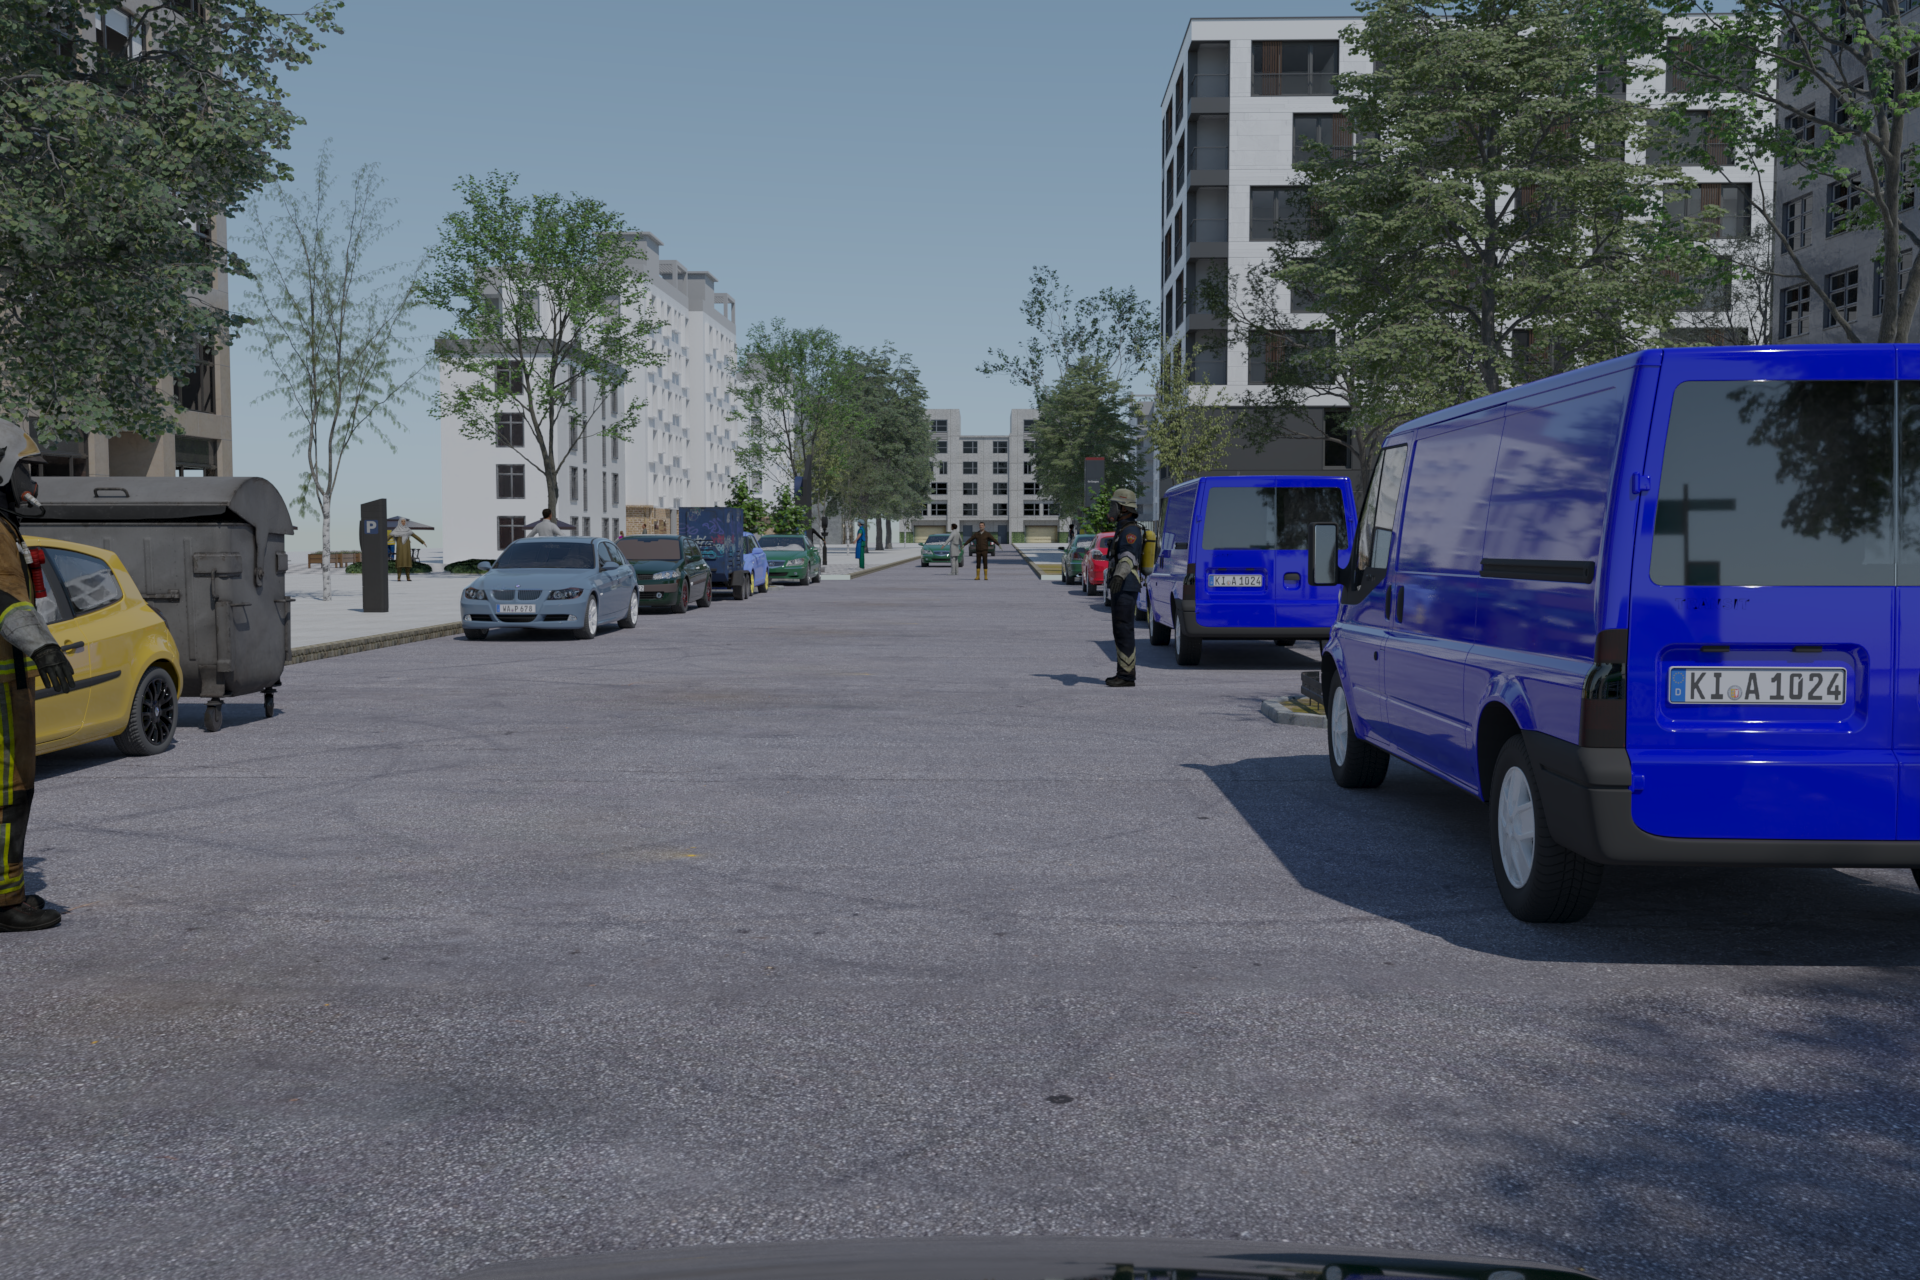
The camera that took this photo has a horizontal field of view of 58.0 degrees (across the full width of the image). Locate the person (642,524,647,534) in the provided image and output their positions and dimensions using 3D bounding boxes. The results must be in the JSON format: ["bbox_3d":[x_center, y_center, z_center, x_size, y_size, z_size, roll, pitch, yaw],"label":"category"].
[{"bbox_3d":[-15.670,-4.869,85.880,0.705,1.796,1.348,-1,4,-11],"label":"person"}]

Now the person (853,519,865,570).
[{"bbox_3d":[-3.619,-3.467,62.812,0.704,1.817,1.347,1,4,9],"label":"person"}]

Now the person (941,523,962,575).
[{"bbox_3d":[-0.230,-3.175,60.553,0.705,1.806,1.347,2,4,30],"label":"person"}]

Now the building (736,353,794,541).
[{"bbox_3d":[-23.873,-19.906,181.876,16.016,20.090,11.380,0,4,1],"label":"building"}]

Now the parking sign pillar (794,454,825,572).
[{"bbox_3d":[-5.250,-4.256,58.050,1.447,3.967,1.447,0,4,2],"label":"parking sign pillar"}]

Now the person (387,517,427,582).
[{"bbox_3d":[-15.037,-2.451,46.849,1.217,1.736,0.721,-2,4,-33],"label":"person"}]

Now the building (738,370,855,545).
[{"bbox_3d":[-23.397,-23.749,219.220,19.493,23.208,18.063,0,4,1],"label":"building"}]

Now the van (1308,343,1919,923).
[{"bbox_3d":[3.019,-0.222,8.013,2.240,2.365,5.245,0,4,1],"label":"van"}]

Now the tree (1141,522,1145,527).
[{"bbox_3d":[26.052,-18.061,245.657,4.737,8.622,4.395,0,3,0],"label":"tree"}]

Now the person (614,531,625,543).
[{"bbox_3d":[-14.940,-4.097,76.249,0.599,1.433,0.991,3,5,43],"label":"person"}]

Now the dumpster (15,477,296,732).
[{"bbox_3d":[-6.106,-0.292,12.991,1.865,1.857,1.264,0,4,2],"label":"dumpster"}]

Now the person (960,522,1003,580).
[{"bbox_3d":[0.675,-2.765,53.806,1.346,1.812,0.704,1,4,11],"label":"person"}]

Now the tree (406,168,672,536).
[{"bbox_3d":[-11.874,-7.596,49.949,9.928,11.665,9.643,0,3,0],"label":"tree"}]

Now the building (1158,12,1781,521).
[{"bbox_3d":[23.567,-14.729,84.799,27.936,21.610,32.646,0,4,2],"label":"building"}]

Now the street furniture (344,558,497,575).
[{"bbox_3d":[-14.363,-2.475,56.097,10.072,0.657,5.734,1,4,15],"label":"street furniture"}]

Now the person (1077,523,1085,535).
[{"bbox_3d":[5.906,-4.643,81.882,1.349,1.833,0.705,3,5,44],"label":"person"}]

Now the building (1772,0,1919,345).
[{"bbox_3d":[28.310,-13.509,39.280,11.959,24.771,22.079,0,4,2],"label":"building"}]

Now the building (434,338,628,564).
[{"bbox_3d":[-21.494,-8.954,88.550,9.099,9.664,28.070,0,4,1],"label":"building"}]

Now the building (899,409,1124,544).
[{"bbox_3d":[7.333,-23.357,250.794,31.486,18.905,16.747,0,4,1],"label":"building"}]

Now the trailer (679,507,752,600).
[{"bbox_3d":[-5.393,-1.833,37.021,1.471,1.999,3.904,0,4,1],"label":"trailer"}]

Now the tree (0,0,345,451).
[{"bbox_3d":[-12.358,-6.923,19.839,9.857,13.997,8.962,0,3,0],"label":"tree"}]

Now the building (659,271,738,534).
[{"bbox_3d":[-23.127,-16.486,125.967,16.016,20.090,11.380,0,4,2],"label":"building"}]

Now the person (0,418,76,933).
[{"bbox_3d":[-3.502,0.116,6.332,0.705,1.858,1.354,-3,4,-38],"label":"person"}]

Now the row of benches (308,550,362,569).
[{"bbox_3d":[-23.686,-3.101,66.172,1.422,0.672,4.104,0,4,8],"label":"row of benches"}]

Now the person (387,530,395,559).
[{"bbox_3d":[-23.128,-3.918,70.527,1.216,1.772,0.721,2,4,25],"label":"person"}]

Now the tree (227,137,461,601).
[{"bbox_3d":[-12.298,-5.044,32.838,4.360,8.622,3.978,0,3,0],"label":"tree"}]

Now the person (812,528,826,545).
[{"bbox_3d":[-5.568,-3.517,63.438,1.347,1.837,0.705,-1,4,-10],"label":"person"}]

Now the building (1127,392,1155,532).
[{"bbox_3d":[27.413,-22.884,230.573,16.016,20.090,11.380,0,4,1],"label":"building"}]

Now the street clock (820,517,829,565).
[{"bbox_3d":[-5.576,-4.085,71.354,0.358,2.002,0.471,0,4,2],"label":"street clock"}]

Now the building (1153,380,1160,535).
[{"bbox_3d":[28.933,-21.788,212.645,16.016,20.090,11.380,0,4,1],"label":"building"}]

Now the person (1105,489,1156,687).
[{"bbox_3d":[1.518,-0.496,16.347,0.705,1.856,1.354,0,4,3],"label":"person"}]

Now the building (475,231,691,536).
[{"bbox_3d":[-24.400,-15.495,109.769,16.016,20.090,11.380,0,4,2],"label":"building"}]

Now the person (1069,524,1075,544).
[{"bbox_3d":[5.981,-5.263,92.191,0.704,1.843,1.345,-1,4,-11],"label":"person"}]

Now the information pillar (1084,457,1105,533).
[{"bbox_3d":[4.557,-4.244,58.761,0.750,3.857,0.750,0,4,1],"label":"information pillar"}]

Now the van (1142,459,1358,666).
[{"bbox_3d":[3.336,-0.986,20.505,2.240,2.365,5.245,0,3,0],"label":"van"}]

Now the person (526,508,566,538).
[{"bbox_3d":[-8.504,-1.812,35.780,1.344,1.810,0.704,1,4,18],"label":"person"}]

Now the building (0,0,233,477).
[{"bbox_3d":[-31.859,-14.172,34.917,19.350,26.588,34.151,0,4,1],"label":"building"}]
